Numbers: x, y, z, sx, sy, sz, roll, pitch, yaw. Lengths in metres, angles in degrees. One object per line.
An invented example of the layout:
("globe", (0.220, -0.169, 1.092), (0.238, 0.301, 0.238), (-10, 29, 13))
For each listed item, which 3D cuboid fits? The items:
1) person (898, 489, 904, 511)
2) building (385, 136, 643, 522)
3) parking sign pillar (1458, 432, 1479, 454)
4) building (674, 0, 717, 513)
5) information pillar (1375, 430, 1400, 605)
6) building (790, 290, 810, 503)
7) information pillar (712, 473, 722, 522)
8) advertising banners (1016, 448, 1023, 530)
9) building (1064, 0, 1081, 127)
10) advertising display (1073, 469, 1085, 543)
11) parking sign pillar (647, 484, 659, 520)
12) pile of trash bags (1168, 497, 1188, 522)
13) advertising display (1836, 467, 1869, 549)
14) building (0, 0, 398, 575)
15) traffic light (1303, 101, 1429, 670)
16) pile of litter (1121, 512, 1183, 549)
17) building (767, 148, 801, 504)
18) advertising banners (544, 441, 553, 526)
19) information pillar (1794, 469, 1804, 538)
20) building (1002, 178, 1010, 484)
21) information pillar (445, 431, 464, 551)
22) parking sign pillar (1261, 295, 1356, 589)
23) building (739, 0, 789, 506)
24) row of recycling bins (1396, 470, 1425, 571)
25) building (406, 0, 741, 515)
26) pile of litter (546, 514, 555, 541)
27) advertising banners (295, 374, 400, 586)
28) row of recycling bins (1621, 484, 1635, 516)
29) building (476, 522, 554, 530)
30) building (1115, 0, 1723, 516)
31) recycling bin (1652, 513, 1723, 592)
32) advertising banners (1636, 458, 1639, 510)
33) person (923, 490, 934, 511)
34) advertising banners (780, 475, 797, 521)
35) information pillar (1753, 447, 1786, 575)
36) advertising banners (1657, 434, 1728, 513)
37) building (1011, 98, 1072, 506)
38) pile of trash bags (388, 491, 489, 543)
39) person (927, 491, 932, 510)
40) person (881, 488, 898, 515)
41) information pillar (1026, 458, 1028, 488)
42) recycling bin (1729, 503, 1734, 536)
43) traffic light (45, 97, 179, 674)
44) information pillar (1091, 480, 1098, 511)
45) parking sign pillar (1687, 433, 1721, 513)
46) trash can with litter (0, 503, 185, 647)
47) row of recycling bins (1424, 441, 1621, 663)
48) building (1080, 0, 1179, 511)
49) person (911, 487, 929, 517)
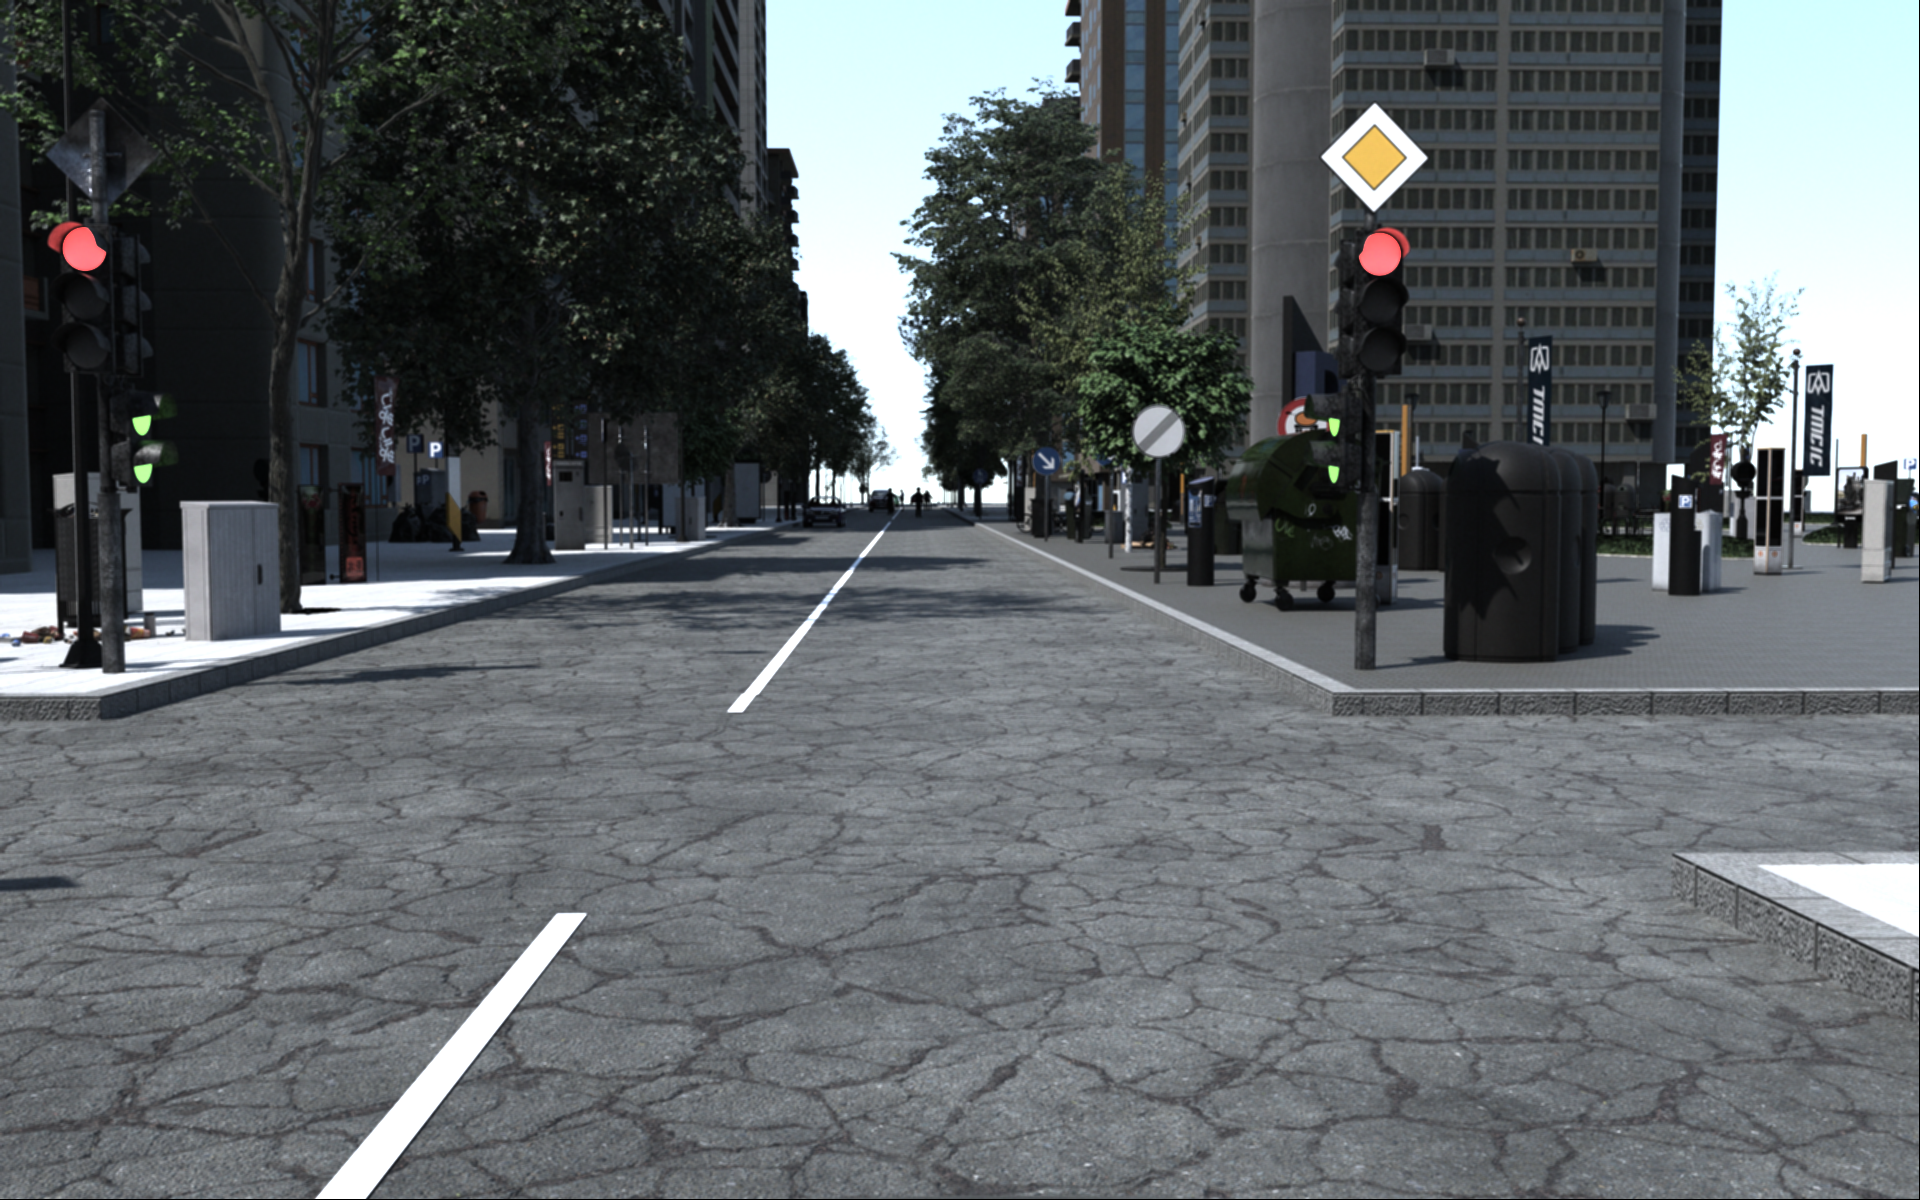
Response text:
("person", (-4.949, -8.317, 144.358), (0.599, 1.838, 0.709), (-1, 4, -13))
("building", (-28.091, -28.950, 97.038), (21.300, 48.544, 21.600), (0, 4, -2))
("parking sign pillar", (22.034, -5.262, 74.506), (1.447, 3.967, 1.447), (-2, 4, -31))
("building", (-24.064, -26.407, 115.347), (14.154, 41.232, 14.086), (0, 4, -2))
("information pillar", (4.917, -0.958, 20.149), (0.304, 2.012, 0.304), (2, 4, 28))
("building", (-28.058, -28.427, 236.486), (14.160, 30.474, 14.107), (0, 4, -2))
("information pillar", (-11.098, -5.364, 79.053), (0.504, 3.616, 0.183), (3, 4, 39))
("advertising banners", (2.520, -4.043, 62.286), (0.090, 3.025, 2.074), (2, 4, 35))
("building", (19.954, -29.735, 140.796), (22.147, 44.769, 28.867), (0, 4, -2))
("advertising display", (3.129, -2.466, 45.527), (0.123, 1.923, 0.974), (0, 4, -6))
("parking sign pillar", (-14.983, -5.975, 86.166), (1.447, 3.967, 1.447), (1, 4, 20))
("pile of trash bags", (10.689, -4.213, 78.640), (1.912, 1.369, 3.447), (0, 4, -6))
("advertising display", (21.078, -2.185, 40.939), (0.123, 1.923, 0.974), (-1, 4, -9))
("building", (-29.217, -11.513, 33.278), (27.650, 21.520, 28.899), (0, 4, -2))
("traffic light", (2.949, -1.447, 12.576), (0.839, 4.253, 0.868), (0, 4, -2))
("pile of litter", (4.494, -1.637, 40.726), (1.176, 0.858, 1.719), (-2, 4, -24))
("building", (-31.298, -34.217, 214.076), (22.147, 44.769, 28.867), (0, 4, -2))
("advertising banners", (-13.073, -3.685, 56.435), (0.090, 3.025, 2.074), (-3, 4, -38))
("information pillar", (24.776, -2.860, 51.261), (0.304, 2.012, 0.304), (1, 4, 21))
("building", (17.130, -35.357, 232.710), (22.147, 44.769, 28.867), (0, 4, -2))
("information pillar", (-11.325, -2.895, 38.695), (0.183, 3.616, 0.504), (1, 4, 16))
("parking sign pillar", (4.942, -2.178, 24.075), (1.447, 3.967, 1.447), (3, 4, 36))
("building", (-29.359, -45.884, 188.454), (20.563, 71.187, 20.611), (0, 4, -2))
("row of recycling bins", (8.108, -1.333, 28.912), (1.069, 1.692, 3.534), (-3, 5, -42))
("building", (-28.542, -31.139, 132.819), (21.300, 48.544, 21.600), (0, 4, -2))
("pile of litter", (-11.603, -2.087, 48.082), (1.719, 0.858, 1.176), (1, 4, 23))
("advertising banners", (-8.790, -1.758, 24.935), (0.090, 3.025, 2.074), (2, 4, 26))
("row of recycling bins", (25.296, -3.782, 68.947), (1.069, 1.692, 3.534), (-2, 4, -33))
("building", (-27.596, -27.378, 71.338), (21.300, 48.544, 21.600), (0, 4, -2))
("building", (25.773, -24.993, 100.523), (32.217, 40.220, 23.993), (0, 4, -2))
("recycling bin", (9.680, -0.642, 23.047), (0.722, 1.027, 0.722), (3, 4, 36))
("advertising banners", (32.289, -5.283, 82.557), (0.090, 3.025, 2.074), (1, 4, 23))
("person", (-2.894, -8.581, 148.823), (1.348, 1.821, 0.705), (0, 4, -3))
("advertising banners", (-8.453, -5.403, 84.533), (0.090, 3.025, 2.074), (-2, 4, -30))
("information pillar", (12.817, -1.403, 27.426), (0.304, 2.012, 0.304), (-1, 4, -16))
("advertising banners", (21.520, -3.348, 50.920), (0.090, 3.025, 2.074), (-3, 5, -40))
("building", (13.882, -33.444, 196.925), (14.600, 45.320, 14.200), (0, 4, -2))
("pile of trash bags", (-13.902, -2.286, 47.130), (1.912, 1.369, 3.447), (1, 4, 16))
("person", (-2.844, -9.079, 157.882), (0.436, 1.711, 0.756), (-3, 5, -44))
("person", (-4.855, -6.845, 120.048), (1.348, 1.869, 0.705), (-2, 4, -35))
("information pillar", (2.937, -5.096, 74.680), (0.183, 3.616, 0.504), (-1, 4, -9))
("recycling bin", (23.082, -2.342, 50.842), (0.722, 1.027, 0.722), (3, 5, 43))
("traffic light", (-6.059, -1.431, 12.317), (0.839, 4.253, 0.868), (0, 4, -2))
("information pillar", (6.859, -5.115, 88.121), (0.304, 2.012, 0.304), (1, 4, 16))
("parking sign pillar", (33.057, -5.415, 77.010), (1.447, 3.967, 1.447), (0, 4, 0))
("trash can with litter", (-8.065, -0.262, 15.338), (2.233, 1.210, 1.678), (0, 3, 0))
("row of recycling bins", (4.835, -0.463, 14.676), (1.069, 1.692, 3.534), (2, 4, 25))
("building", (15.822, -28.688, 119.166), (14.600, 45.320, 14.200), (0, 4, -2))
("person", (-2.524, -6.006, 106.330), (1.348, 1.869, 0.705), (3, 4, 37))
